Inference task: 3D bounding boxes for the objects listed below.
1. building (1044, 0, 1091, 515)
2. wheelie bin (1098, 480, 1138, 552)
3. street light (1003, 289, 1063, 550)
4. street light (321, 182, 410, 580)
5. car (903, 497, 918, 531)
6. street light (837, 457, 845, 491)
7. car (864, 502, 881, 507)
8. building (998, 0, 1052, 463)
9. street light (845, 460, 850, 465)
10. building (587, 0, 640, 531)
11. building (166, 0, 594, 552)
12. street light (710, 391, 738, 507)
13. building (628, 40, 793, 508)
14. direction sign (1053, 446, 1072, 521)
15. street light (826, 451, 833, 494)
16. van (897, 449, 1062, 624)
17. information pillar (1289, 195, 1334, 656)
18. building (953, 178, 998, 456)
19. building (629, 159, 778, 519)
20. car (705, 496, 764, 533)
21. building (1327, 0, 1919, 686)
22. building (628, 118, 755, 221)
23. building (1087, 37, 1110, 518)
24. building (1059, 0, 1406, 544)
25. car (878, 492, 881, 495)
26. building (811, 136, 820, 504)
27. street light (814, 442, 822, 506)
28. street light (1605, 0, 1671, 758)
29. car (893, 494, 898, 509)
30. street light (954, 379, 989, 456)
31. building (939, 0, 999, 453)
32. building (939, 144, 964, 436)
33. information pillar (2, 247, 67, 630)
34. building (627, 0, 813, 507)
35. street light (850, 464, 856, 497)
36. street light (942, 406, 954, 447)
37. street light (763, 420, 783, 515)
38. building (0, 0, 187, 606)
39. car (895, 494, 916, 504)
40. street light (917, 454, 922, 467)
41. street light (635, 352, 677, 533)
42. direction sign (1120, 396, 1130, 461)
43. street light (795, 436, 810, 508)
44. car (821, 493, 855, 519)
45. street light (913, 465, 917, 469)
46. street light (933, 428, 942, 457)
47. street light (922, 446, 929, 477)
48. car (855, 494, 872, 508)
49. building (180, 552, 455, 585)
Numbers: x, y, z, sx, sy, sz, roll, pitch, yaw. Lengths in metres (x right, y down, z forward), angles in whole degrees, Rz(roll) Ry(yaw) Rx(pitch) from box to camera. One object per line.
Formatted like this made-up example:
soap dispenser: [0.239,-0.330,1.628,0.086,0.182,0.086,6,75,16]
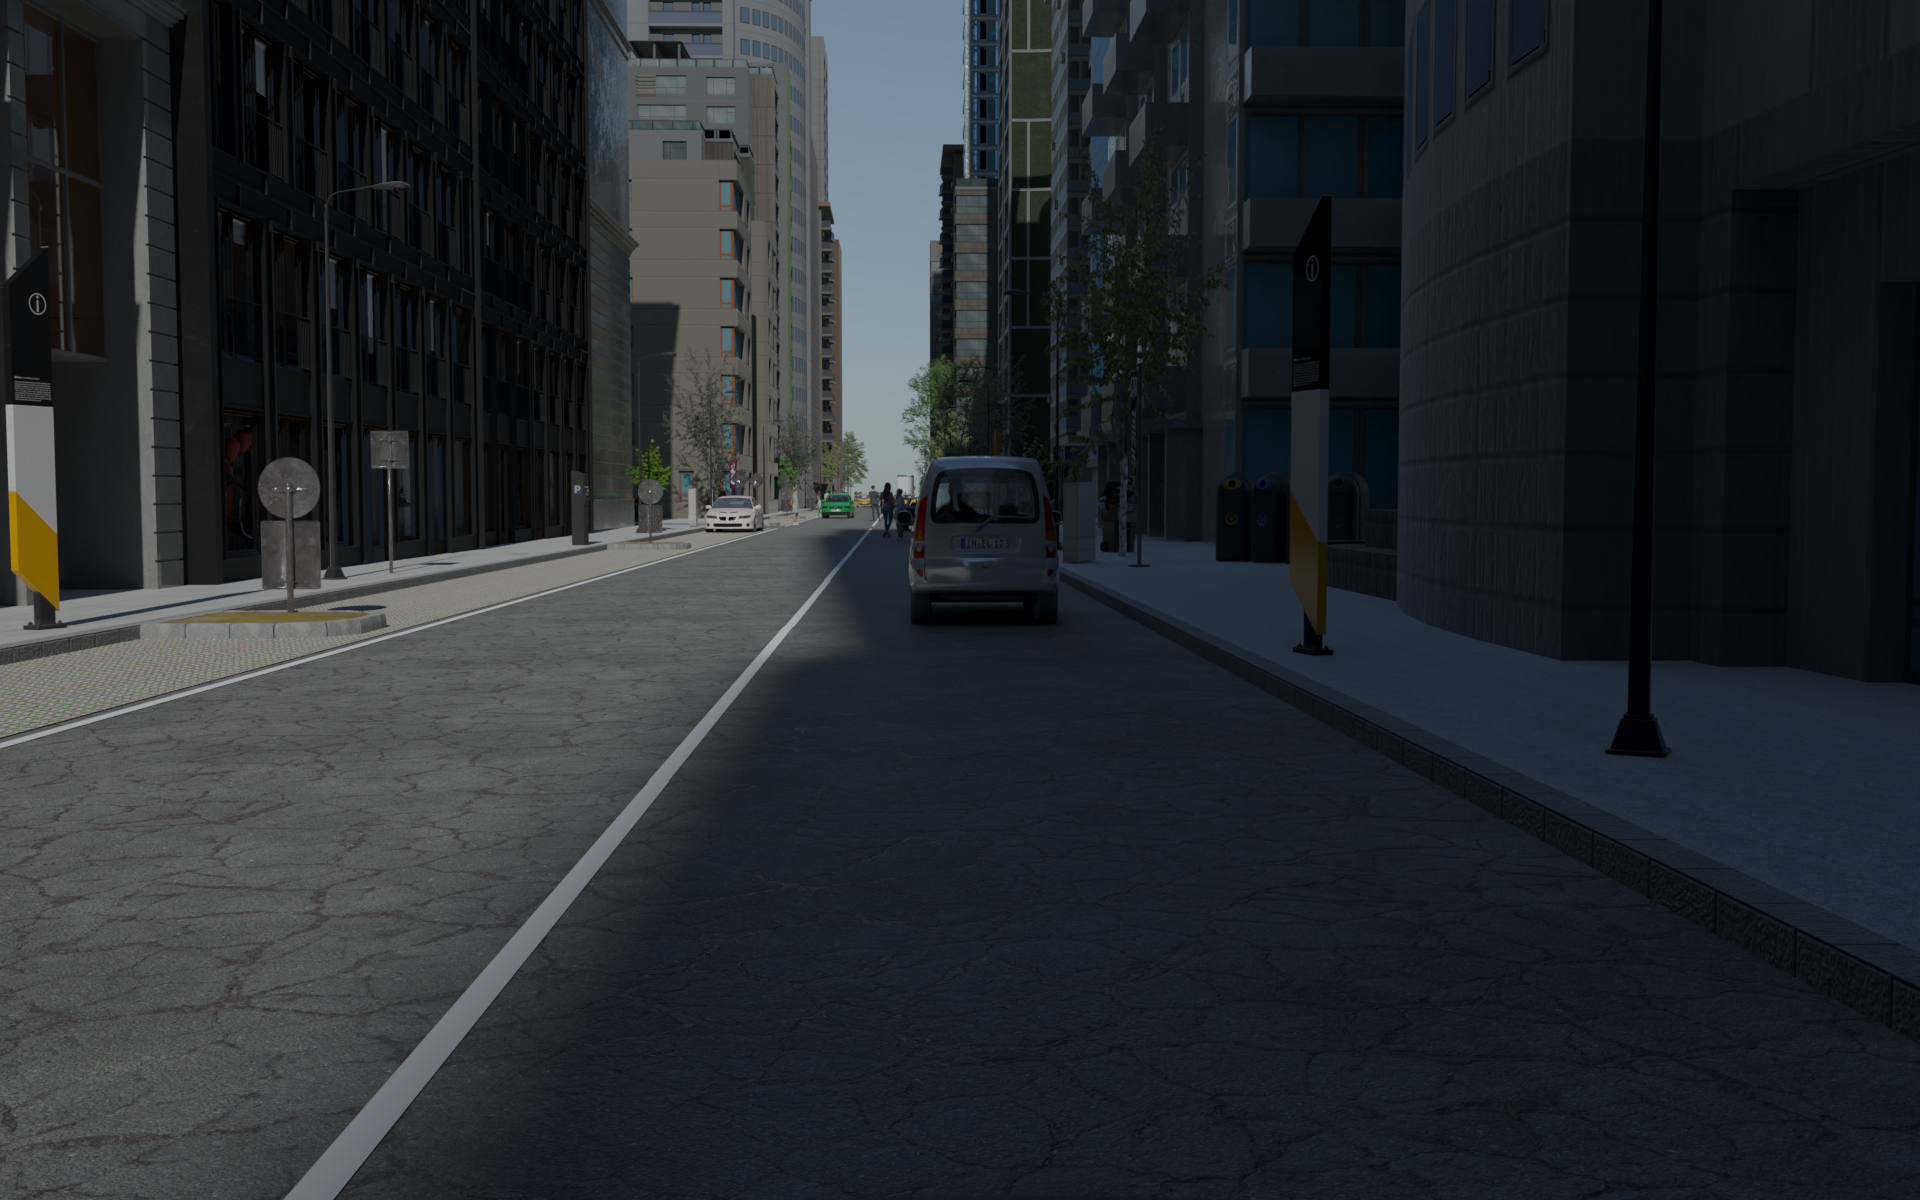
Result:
building: [18.526,-25.529,109.278,32.217,40.220,23.993,0,4,-2]
wheelie bin: [3.544,-1.856,38.252,0.980,1.594,0.693,-2,4,-31]
street light: [1.682,-4.096,39.505,1.470,5.913,1.316,0,4,-2]
street light: [-8.869,-3.263,25.883,1.470,5.913,1.316,0,4,-2]
car: [-1.465,-3.421,68.521,1.945,1.354,3.894,0,4,-4]
street light: [-15.427,-14.901,216.177,1.470,5.913,1.316,0,4,-2]
car: [-9.882,-11.224,195.867,2.083,1.381,4.827,0,3,0]
building: [11.718,-43.014,141.524,20.563,71.187,20.611,0,4,-2]
street light: [-16.191,-16.202,237.440,1.470,5.913,1.316,0,4,-2]
building: [-24.858,-16.193,62.013,25.104,27.353,12.463,0,4,-2]
building: [-17.802,-13.332,47.656,12.332,23.373,15.834,0,4,-2]
street light: [-10.657,-6.440,77.834,1.470,5.913,1.316,0,4,-2]
building: [-22.945,-29.097,159.326,14.154,41.232,14.086,0,4,-2]
direction sign: [4.838,-5.489,81.737,0.876,3.537,0.379,0,4,0]
street light: [-14.408,-13.031,185.593,1.470,5.913,1.316,0,4,-2]
van: [0.242,-0.827,20.535,2.013,2.044,4.112,0,4,-1]
information pillar: [2.811,-1.378,13.884,0.183,3.616,0.504,-1,4,-17]
building: [6.342,-23.819,161.138,14.160,30.474,14.107,0,4,-2]
building: [-25.853,-15.832,103.893,27.650,21.520,28.899,0,4,-2]
car: [-8.515,-3.256,65.591,2.083,1.381,4.827,0,4,-1]
building: [15.031,-28.862,13.886,21.231,58.520,28.212,0,4,-2]
building: [-23.742,-22.343,137.011,14.160,30.474,14.107,0,4,-2]
building: [14.137,-26.656,85.935,14.200,45.320,14.600,0,4,-2]
building: [15.724,-26.543,53.590,23.786,49.044,30.456,0,4,-2]
car: [-13.854,-18.381,309.206,2.281,1.827,5.304,0,4,-2]
building: [-24.837,-34.619,216.139,14.600,45.320,14.200,0,4,-2]
street light: [-13.257,-11.120,154.347,1.470,5.913,1.316,0,4,-2]
street light: [2.823,-2.193,8.400,1.470,5.913,1.316,0,4,-2]
car: [-5.533,-9.348,162.629,2.009,1.686,4.222,0,4,-1]
street light: [0.609,-5.975,70.228,1.470,5.913,1.316,0,4,-2]
building: [9.247,-53.177,182.110,22.319,86.520,31.000,0,4,-2]
building: [8.554,-34.216,214.051,22.147,44.769,28.867,0,4,-2]
information pillar: [-8.731,-1.525,16.296,0.183,3.616,0.504,1,4,17]
building: [-26.596,-39.009,179.794,21.231,58.520,28.212,0,4,-2]
street light: [-17.287,-18.069,267.971,1.470,5.913,1.316,0,4,-2]
street light: [-0.050,-7.286,91.664,1.470,5.913,1.316,0,4,-2]
street light: [-11.739,-8.307,108.366,1.470,5.913,1.316,0,4,-2]
building: [-15.709,-14.123,8.412,11.434,29.767,29.804,0,4,-2]
car: [-4.089,-7.642,135.170,2.015,1.641,3.980,0,4,-4]
street light: [-3.885,-13.862,199.180,1.470,5.913,1.316,0,4,-2]
street light: [-9.958,-5.154,56.809,1.470,5.913,1.316,0,4,-2]
direction sign: [3.853,-2.959,40.381,0.379,3.537,0.876,-1,4,-8]
street light: [-12.686,-10.175,138.902,1.470,5.913,1.316,0,4,-2]
car: [-7.227,-5.751,102.831,1.959,1.807,4.718,0,3,0]
street light: [-5.649,-16.977,250.115,1.470,5.913,1.316,0,4,-2]
street light: [-1.219,-9.153,122.192,1.470,5.913,1.316,0,4,-2]
street light: [-2.716,-11.933,167.643,1.470,5.913,1.316,0,4,-2]
car: [-10.140,-10.606,183.636,2.015,1.641,3.980,0,4,-4]
building: [-16.883,-12.335,31.356,12.332,23.373,15.834,0,4,-2]
